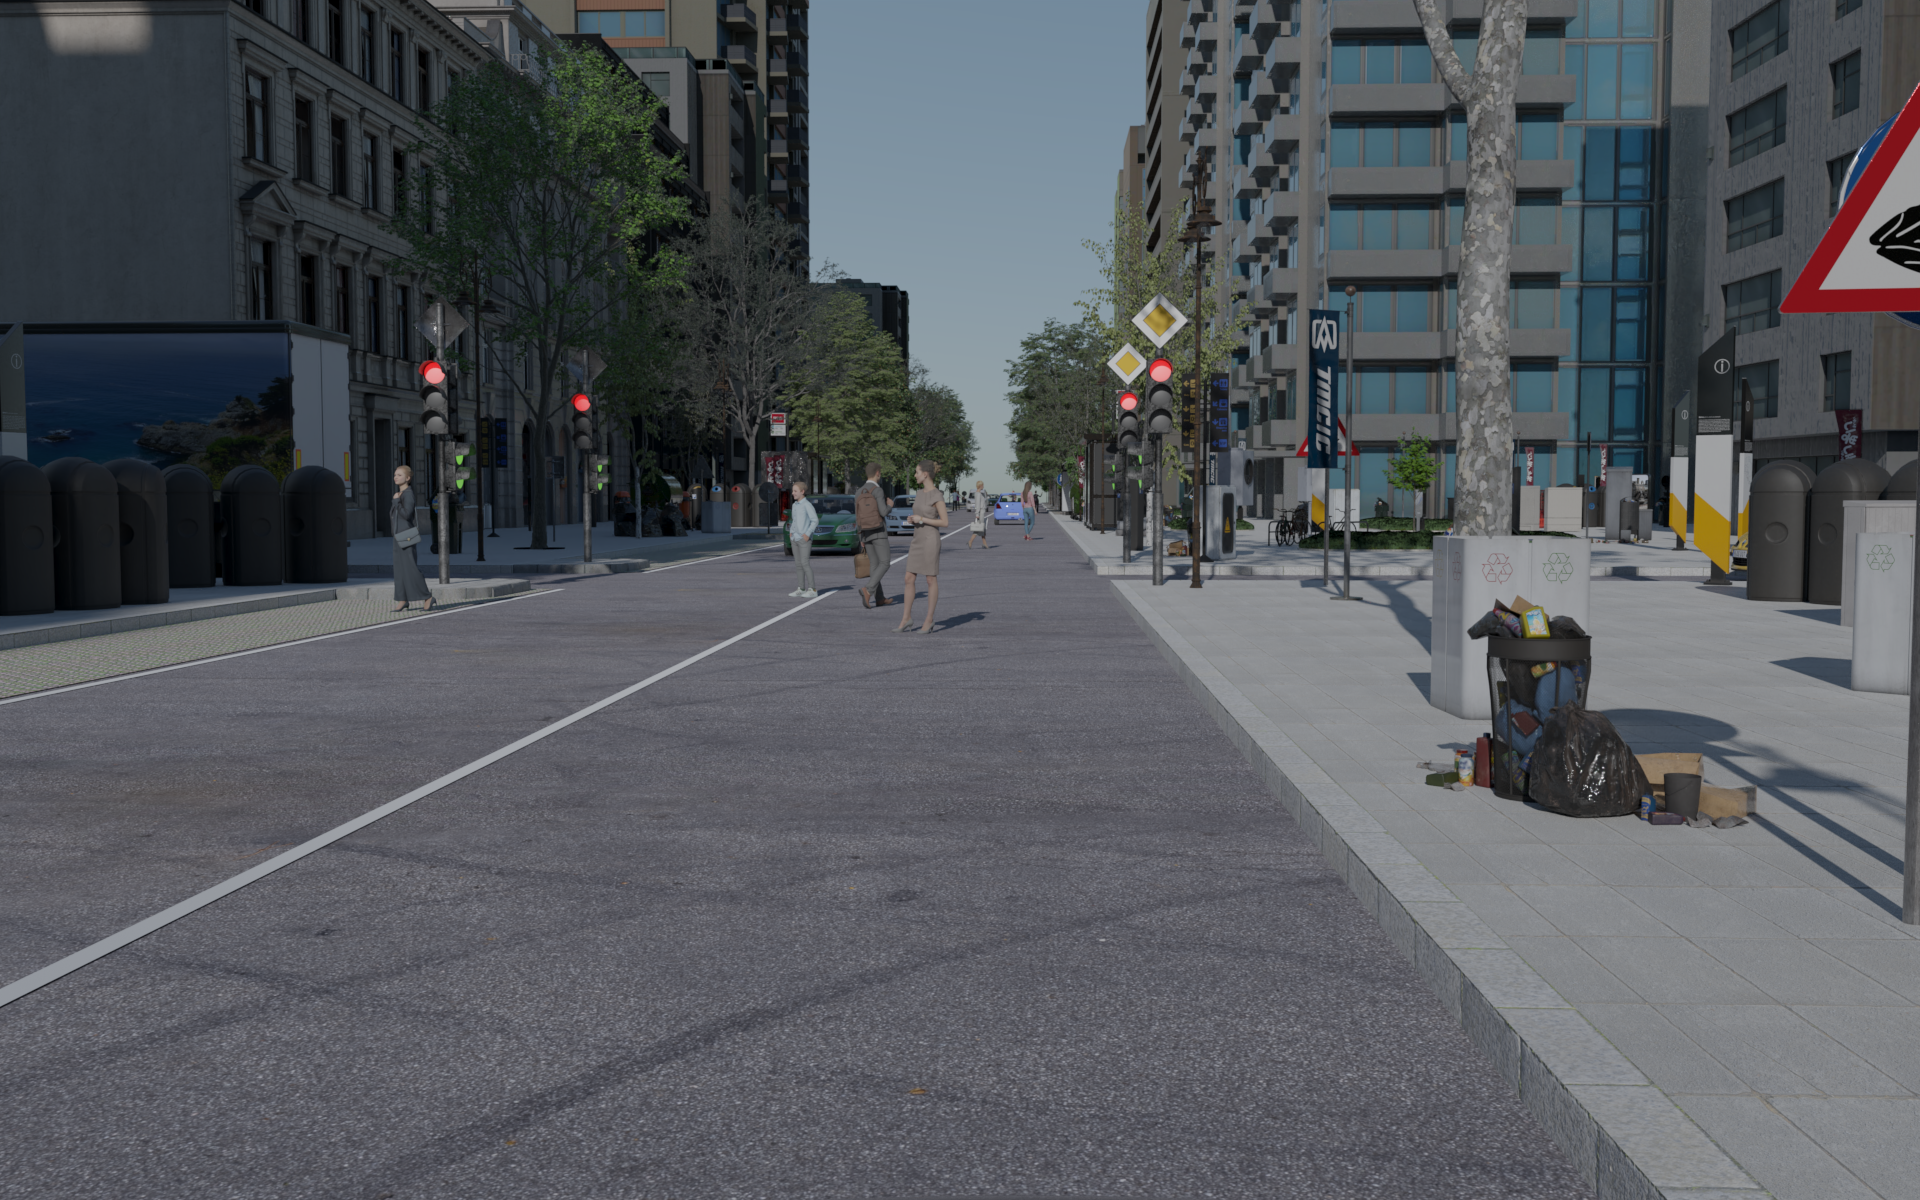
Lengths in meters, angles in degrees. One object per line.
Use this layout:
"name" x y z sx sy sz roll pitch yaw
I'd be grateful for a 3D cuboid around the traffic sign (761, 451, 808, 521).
"traffic sign" -8.343 -5.407 82.283 2.265 3.308 0.079 1 4 9

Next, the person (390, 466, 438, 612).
"person" -6.679 -0.738 20.990 0.576 1.772 0.534 3 5 42

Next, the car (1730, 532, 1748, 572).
"car" 14.680 -1.098 28.184 3.980 1.641 2.015 0 4 1

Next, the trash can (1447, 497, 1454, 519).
"trash can" 20.678 -3.711 72.327 0.748 1.137 0.748 0 3 0

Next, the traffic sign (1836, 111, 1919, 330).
"traffic sign" 3.186 -0.336 5.598 0.768 2.556 0.104 0 4 5

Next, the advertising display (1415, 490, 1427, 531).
"advertising display" 13.886 -2.877 52.251 0.123 1.923 0.974 0 4 0

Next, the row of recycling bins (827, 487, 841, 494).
"row of recycling bins" -7.403 -5.682 100.009 1.069 1.692 3.534 0 3 0

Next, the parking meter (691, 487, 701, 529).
"parking meter" -9.832 -3.437 64.603 0.372 1.533 0.369 0 3 0

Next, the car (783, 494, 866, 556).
"car" -3.118 -1.831 41.736 2.131 1.459 4.920 0 4 2

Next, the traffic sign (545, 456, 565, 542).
"traffic sign" -10.914 -2.715 46.523 0.606 2.300 0.079 0 4 3

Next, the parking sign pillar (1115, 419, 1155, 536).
"parking sign pillar" 5.518 -3.963 53.272 1.447 3.967 1.447 -1 4 -8

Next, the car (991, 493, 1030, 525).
"car" 2.437 -4.376 81.144 1.945 1.707 3.694 0 4 0

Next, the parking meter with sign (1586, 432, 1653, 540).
"parking meter with sign" 18.365 -3.178 48.220 1.738 3.016 0.543 1 4 22

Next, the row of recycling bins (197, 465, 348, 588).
"row of recycling bins" -10.355 -1.045 24.205 3.534 1.692 1.069 -3 5 -40

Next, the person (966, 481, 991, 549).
"person" 0.477 -2.208 44.959 0.624 1.780 0.694 1 4 10

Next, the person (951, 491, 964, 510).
"person" -0.210 -9.005 156.408 1.217 1.739 0.721 0 4 5

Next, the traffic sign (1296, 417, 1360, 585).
"traffic sign" 5.150 -1.486 24.307 0.884 2.594 0.081 0 4 4

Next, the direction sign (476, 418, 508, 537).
"direction sign" -13.904 -3.640 51.519 0.876 3.537 0.379 -2 4 -23

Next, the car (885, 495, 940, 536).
"car" -1.639 -2.959 60.381 2.014 1.417 4.499 0 4 2

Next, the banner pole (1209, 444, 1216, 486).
"banner pole" 11.286 -5.303 76.716 0.863 3.779 0.401 -3 5 -42

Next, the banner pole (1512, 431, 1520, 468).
"banner pole" 22.057 -4.838 69.124 0.863 3.779 0.401 -1 4 -15

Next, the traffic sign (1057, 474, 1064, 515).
"traffic sign" 6.283 -6.448 105.525 0.768 2.556 0.104 1 4 11

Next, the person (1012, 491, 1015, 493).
"person" 4.952 -9.487 164.136 0.750 1.759 0.617 -2 4 -30

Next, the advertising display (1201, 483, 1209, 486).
"advertising display" 14.772 -6.080 104.618 0.974 1.923 0.123 -2 4 -26

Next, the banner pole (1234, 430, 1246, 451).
"banner pole" 10.946 -4.766 67.943 0.863 3.779 0.401 -3 4 -37

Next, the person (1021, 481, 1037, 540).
"person" 2.142 -2.756 53.575 0.555 1.821 0.388 2 4 31

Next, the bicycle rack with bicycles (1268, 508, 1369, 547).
"bicycle rack with bicycles" 8.682 -1.805 42.893 2.852 0.926 2.925 3 5 42

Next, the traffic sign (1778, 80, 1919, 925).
"traffic sign" 2.853 -0.312 5.102 0.884 2.594 0.081 0 4 8

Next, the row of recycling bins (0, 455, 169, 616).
"row of recycling bins" -10.087 -0.727 19.004 1.069 1.692 3.534 1 4 16

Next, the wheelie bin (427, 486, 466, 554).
"wheelie bin" -11.009 -1.793 37.226 0.693 1.594 0.980 0 4 -1

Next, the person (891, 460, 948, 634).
"person" -0.405 -0.545 17.750 0.374 1.781 0.599 -3 4 -38

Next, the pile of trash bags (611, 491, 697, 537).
"pile of trash bags" -9.761 -2.640 52.920 1.912 1.369 3.447 -2 4 -35

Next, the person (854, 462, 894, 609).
"person" -1.111 -0.822 21.907 0.622 1.834 0.822 3 4 37

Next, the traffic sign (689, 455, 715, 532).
"traffic sign" -8.637 -3.544 57.952 0.884 2.594 0.081 0 4 8

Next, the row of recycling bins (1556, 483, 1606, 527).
"row of recycling bins" 24.579 -3.657 66.897 3.534 1.692 1.069 -1 4 -12

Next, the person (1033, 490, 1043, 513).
"person" 6.019 -7.624 133.947 0.742 1.727 0.445 -1 4 -9

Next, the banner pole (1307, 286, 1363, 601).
"banner pole" 4.490 -1.884 20.814 0.863 3.779 0.401 -2 4 -28

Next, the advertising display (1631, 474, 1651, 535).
"advertising display" 21.361 -3.036 54.856 0.123 1.923 0.974 -3 5 -43

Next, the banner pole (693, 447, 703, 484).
"banner pole" -13.873 -6.215 91.632 0.863 3.779 0.401 3 4 37

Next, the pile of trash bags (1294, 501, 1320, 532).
"pile of trash bags" 12.483 -3.000 58.804 1.912 1.369 3.447 0 4 -4

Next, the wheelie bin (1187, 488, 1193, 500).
"wheelie bin" 12.371 -5.142 91.981 0.693 1.594 0.980 0 4 3

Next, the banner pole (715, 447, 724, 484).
"banner pole" -12.870 -6.296 92.960 0.863 3.779 0.401 2 4 31

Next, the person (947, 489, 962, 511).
"person" -0.450 -8.391 145.686 1.348 1.826 0.705 -1 4 -16

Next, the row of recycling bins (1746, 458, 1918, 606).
"row of recycling bins" 10.647 -0.772 19.737 1.069 1.692 3.534 -2 4 -33

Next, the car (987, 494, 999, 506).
"car" 3.477 -10.572 182.633 2.009 1.686 4.222 0 4 1

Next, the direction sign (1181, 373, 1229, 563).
"direction sign" 4.592 -2.477 32.500 0.876 3.537 0.379 1 4 10

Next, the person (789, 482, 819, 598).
"person" -2.216 -0.848 24.180 0.330 1.601 0.589 -2 4 -29

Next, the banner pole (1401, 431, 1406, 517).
"banner pole" 17.632 -4.834 69.054 0.401 3.779 0.863 2 4 26

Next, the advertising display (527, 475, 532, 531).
"advertising display" -14.949 -3.359 60.141 0.123 1.923 0.974 -1 4 -14

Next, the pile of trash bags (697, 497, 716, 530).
"pile of trash bags" -9.476 -3.140 61.091 1.912 1.369 3.447 0 4 0

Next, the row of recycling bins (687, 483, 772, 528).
"row of recycling bins" -8.937 -3.673 67.166 3.534 1.692 1.069 1 4 15
